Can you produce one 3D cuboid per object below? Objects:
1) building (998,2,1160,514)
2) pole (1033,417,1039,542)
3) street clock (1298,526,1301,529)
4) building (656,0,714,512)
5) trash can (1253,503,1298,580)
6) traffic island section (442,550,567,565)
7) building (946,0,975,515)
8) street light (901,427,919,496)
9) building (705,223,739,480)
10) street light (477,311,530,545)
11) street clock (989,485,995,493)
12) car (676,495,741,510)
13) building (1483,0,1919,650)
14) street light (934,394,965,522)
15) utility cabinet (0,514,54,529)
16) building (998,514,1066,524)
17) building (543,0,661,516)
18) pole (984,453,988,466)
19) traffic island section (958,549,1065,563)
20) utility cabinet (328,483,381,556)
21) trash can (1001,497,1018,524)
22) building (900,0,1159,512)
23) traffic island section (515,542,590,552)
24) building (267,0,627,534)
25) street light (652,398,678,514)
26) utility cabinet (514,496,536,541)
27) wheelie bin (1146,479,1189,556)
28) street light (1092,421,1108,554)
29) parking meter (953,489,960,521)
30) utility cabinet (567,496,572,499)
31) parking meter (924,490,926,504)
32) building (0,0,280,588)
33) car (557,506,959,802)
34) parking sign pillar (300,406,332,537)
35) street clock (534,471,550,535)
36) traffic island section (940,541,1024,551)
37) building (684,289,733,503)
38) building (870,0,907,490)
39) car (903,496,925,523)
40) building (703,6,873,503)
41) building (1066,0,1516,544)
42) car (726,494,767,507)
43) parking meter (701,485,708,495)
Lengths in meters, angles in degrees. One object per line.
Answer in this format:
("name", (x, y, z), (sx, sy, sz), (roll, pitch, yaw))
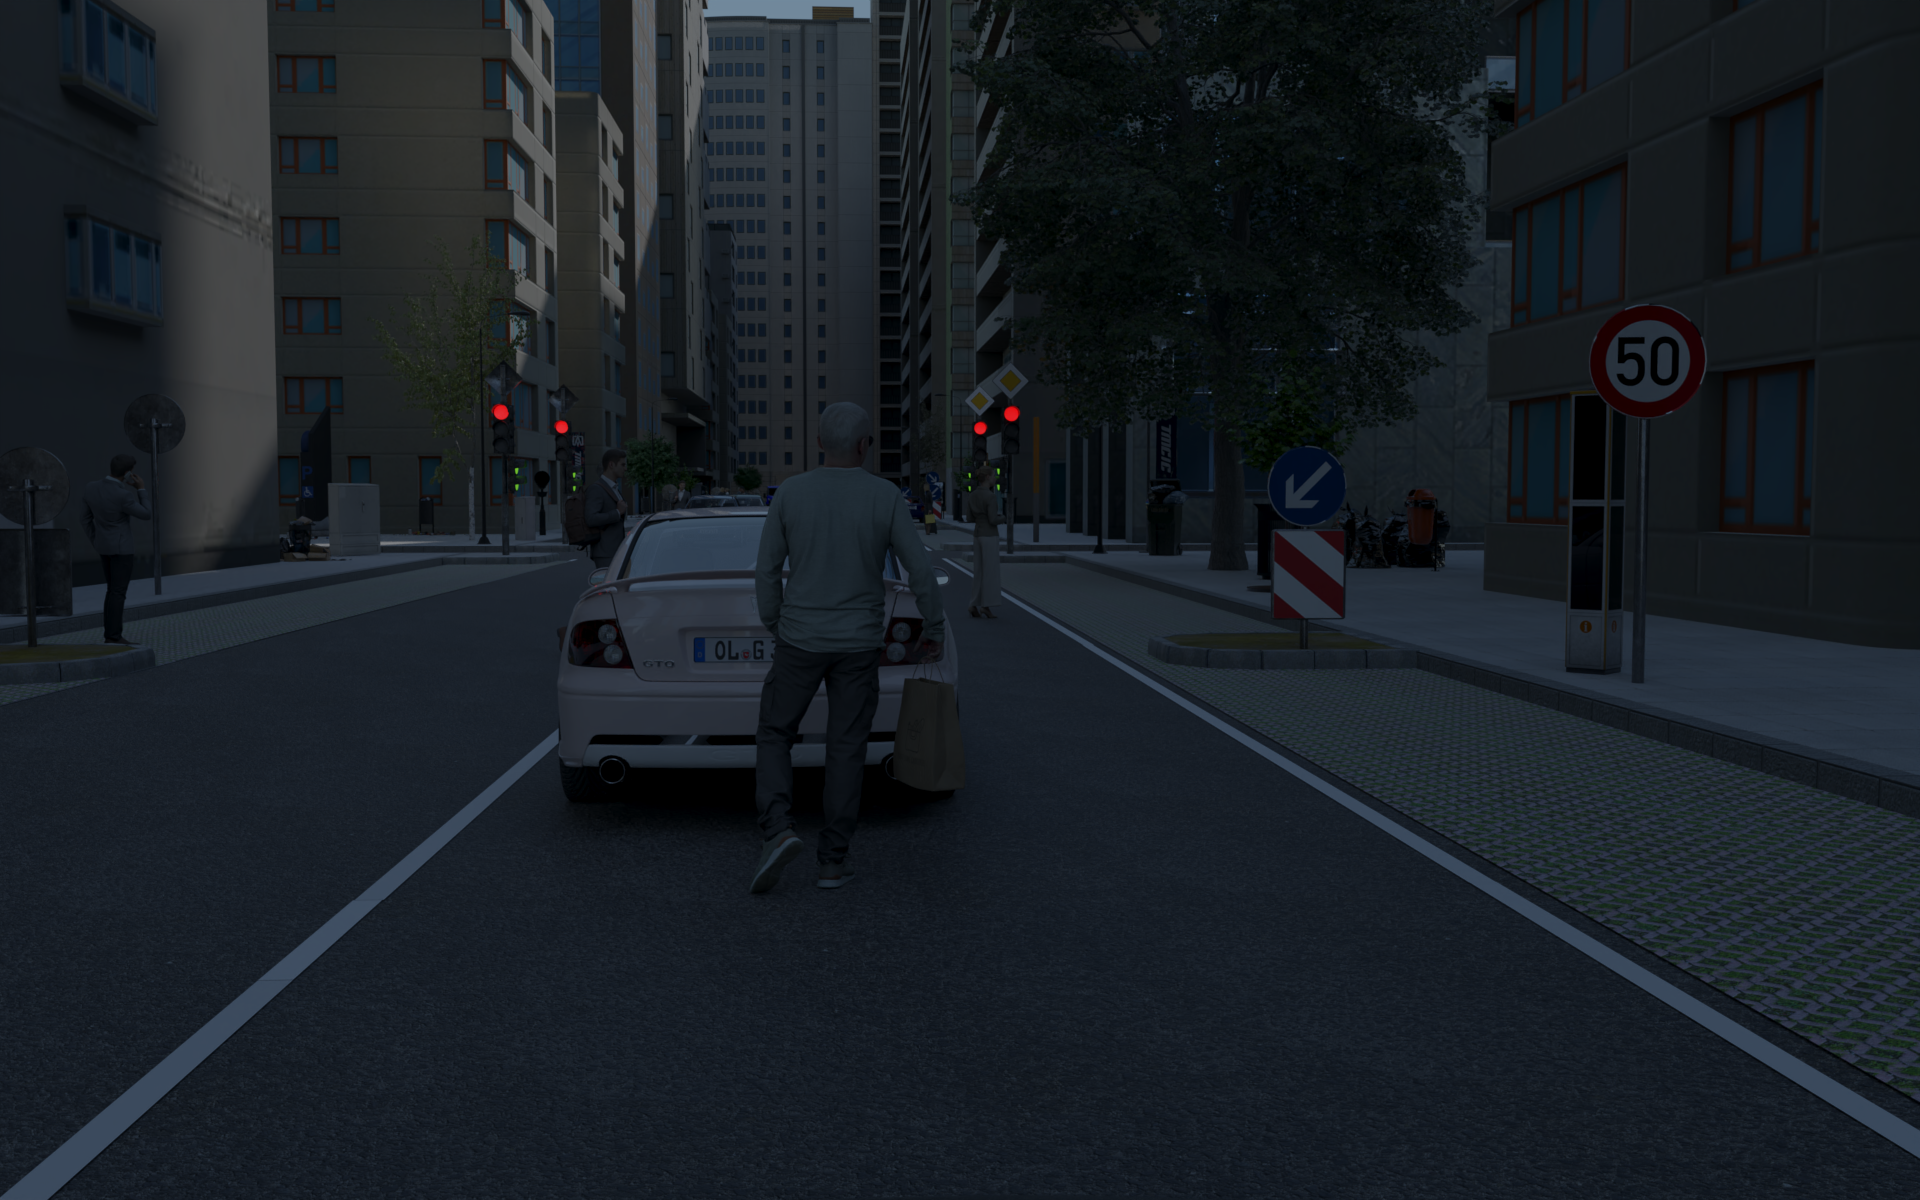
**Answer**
("building", (7.796, -31.515, 138.974), (21.300, 48.544, 21.600), (0, 4, -4))
("pole", (2.027, -3.190, 45.993), (0.158, 3.312, 0.155), (0, 3, 0))
("street clock", (7.247, -1.960, 36.611), (0.471, 2.002, 0.358), (0, 4, 3))
("building", (-33.207, -33.131, 130.928), (28.713, 52.752, 27.495), (0, 4, -4))
("trash can", (4.779, -0.880, 26.049), (0.748, 1.137, 0.748), (0, 3, 0))
("traffic island section", (-9.568, -0.865, 36.416), (2.009, 0.180, 2.903), (0, 4, -4))
("building", (6.016, -26.085, 110.080), (14.154, 41.232, 14.086), (0, 4, -4))
("street light", (-3.400, -8.999, 119.669), (1.470, 5.913, 1.316), (0, 4, -4))
("building", (-30.990, -25.343, 186.057), (14.107, 30.474, 14.160), (0, 4, -4))
("street light", (-11.598, -4.373, 44.033), (1.470, 5.913, 1.316), (0, 4, -4))
("street clock", (1.225, -4.087, 71.390), (0.471, 2.002, 0.358), (1, 4, 11))
("car", (-6.812, -2.190, 47.804), (2.014, 1.417, 4.499), (0, 4, -4))
("building", (21.807, -10.032, 9.069), (27.650, 21.520, 28.899), (0, 4, -4))
("street light", (-0.496, -6.586, 80.217), (1.470, 5.913, 1.316), (0, 4, -4))
("utility cabinet", (-10.793, -0.512, 19.534), (0.306, 1.237, 1.020), (3, 5, 39))
("building", (12.162, -28.179, 84.435), (21.300, 48.544, 21.600), (0, 4, -4))
("building", (-26.437, -27.991, 107.761), (14.600, 45.320, 14.200), (0, 4, -4))
("pole", (1.292, -5.621, 85.742), (0.158, 3.312, 0.155), (0, 3, 0))
("traffic island section", (1.097, -0.911, 37.172), (2.009, 0.180, 2.903), (0, 4, -4))
("utility cabinet", (-12.599, -1.675, 36.073), (0.318, 1.500, 1.173), (2, 4, 23))
("trash can", (2.099, -3.782, 73.490), (0.748, 1.137, 0.748), (0, 3, 0))
("building", (5.556, -32.827, 160.429), (21.300, 48.544, 21.600), (0, 4, -4))
("traffic island section", (-10.138, -1.352, 44.381), (2.009, 0.180, 2.903), (0, 4, -4))
("building", (-28.947, -13.650, 68.218), (27.650, 21.520, 28.899), (0, 4, -4))
("street light", (-14.305, -6.799, 83.709), (1.470, 5.913, 1.316), (0, 4, -4))
("utility cabinet", (-12.082, -2.258, 48.087), (0.306, 1.237, 1.020), (-2, 4, -31))
("wheelie bin", (4.295, -1.727, 36.143), (0.980, 1.594, 0.693), (2, 4, 24))
("street light", (2.477, -3.951, 37.143), (1.470, 5.913, 1.316), (0, 4, -4))
("parking meter", (-0.149, -4.591, 83.474), (0.372, 1.533, 0.369), (0, 3, 0))
("utility cabinet", (-12.929, -2.848, 57.728), (0.306, 1.237, 1.020), (0, 4, 6))
("parking meter", (-1.982, -5.833, 101.080), (0.255, 1.863, 0.399), (0, 4, 1))
("building", (-22.495, -24.222, 19.735), (21.600, 48.544, 21.300), (0, 4, -4))
("car", (-1.049, 0.175, 9.504), (2.083, 1.381, 4.827), (0, 4, -5))
("parking sign pillar", (-19.536, -3.920, 52.562), (1.447, 3.967, 1.447), (0, 4, 3))
("street clock", (-12.973, -3.010, 53.784), (0.471, 2.002, 0.358), (-1, 4, -19))
("traffic island section", (0.527, -1.398, 45.137), (2.009, 0.180, 2.903), (0, 4, -4))
("building", (-35.785, -19.258, 159.913), (27.650, 21.520, 28.899), (0, 4, -4))
("building", (-0.629, -47.452, 214.096), (20.611, 71.187, 20.563), (0, 4, -4))
("car", (-2.583, -4.499, 86.146), (1.945, 1.354, 3.894), (0, 4, -4))
("building", (-24.990, -41.035, 212.922), (28.212, 58.520, 21.231), (0, 4, -4))
("building", (19.126, -45.370, 54.473), (31.000, 86.520, 22.319), (0, 4, -4))
("car", (-6.846, -2.604, 54.367), (2.131, 1.459, 4.920), (0, 4, -6))
("parking meter", (-16.983, -6.693, 115.135), (0.399, 1.863, 0.255), (2, 4, 24))
